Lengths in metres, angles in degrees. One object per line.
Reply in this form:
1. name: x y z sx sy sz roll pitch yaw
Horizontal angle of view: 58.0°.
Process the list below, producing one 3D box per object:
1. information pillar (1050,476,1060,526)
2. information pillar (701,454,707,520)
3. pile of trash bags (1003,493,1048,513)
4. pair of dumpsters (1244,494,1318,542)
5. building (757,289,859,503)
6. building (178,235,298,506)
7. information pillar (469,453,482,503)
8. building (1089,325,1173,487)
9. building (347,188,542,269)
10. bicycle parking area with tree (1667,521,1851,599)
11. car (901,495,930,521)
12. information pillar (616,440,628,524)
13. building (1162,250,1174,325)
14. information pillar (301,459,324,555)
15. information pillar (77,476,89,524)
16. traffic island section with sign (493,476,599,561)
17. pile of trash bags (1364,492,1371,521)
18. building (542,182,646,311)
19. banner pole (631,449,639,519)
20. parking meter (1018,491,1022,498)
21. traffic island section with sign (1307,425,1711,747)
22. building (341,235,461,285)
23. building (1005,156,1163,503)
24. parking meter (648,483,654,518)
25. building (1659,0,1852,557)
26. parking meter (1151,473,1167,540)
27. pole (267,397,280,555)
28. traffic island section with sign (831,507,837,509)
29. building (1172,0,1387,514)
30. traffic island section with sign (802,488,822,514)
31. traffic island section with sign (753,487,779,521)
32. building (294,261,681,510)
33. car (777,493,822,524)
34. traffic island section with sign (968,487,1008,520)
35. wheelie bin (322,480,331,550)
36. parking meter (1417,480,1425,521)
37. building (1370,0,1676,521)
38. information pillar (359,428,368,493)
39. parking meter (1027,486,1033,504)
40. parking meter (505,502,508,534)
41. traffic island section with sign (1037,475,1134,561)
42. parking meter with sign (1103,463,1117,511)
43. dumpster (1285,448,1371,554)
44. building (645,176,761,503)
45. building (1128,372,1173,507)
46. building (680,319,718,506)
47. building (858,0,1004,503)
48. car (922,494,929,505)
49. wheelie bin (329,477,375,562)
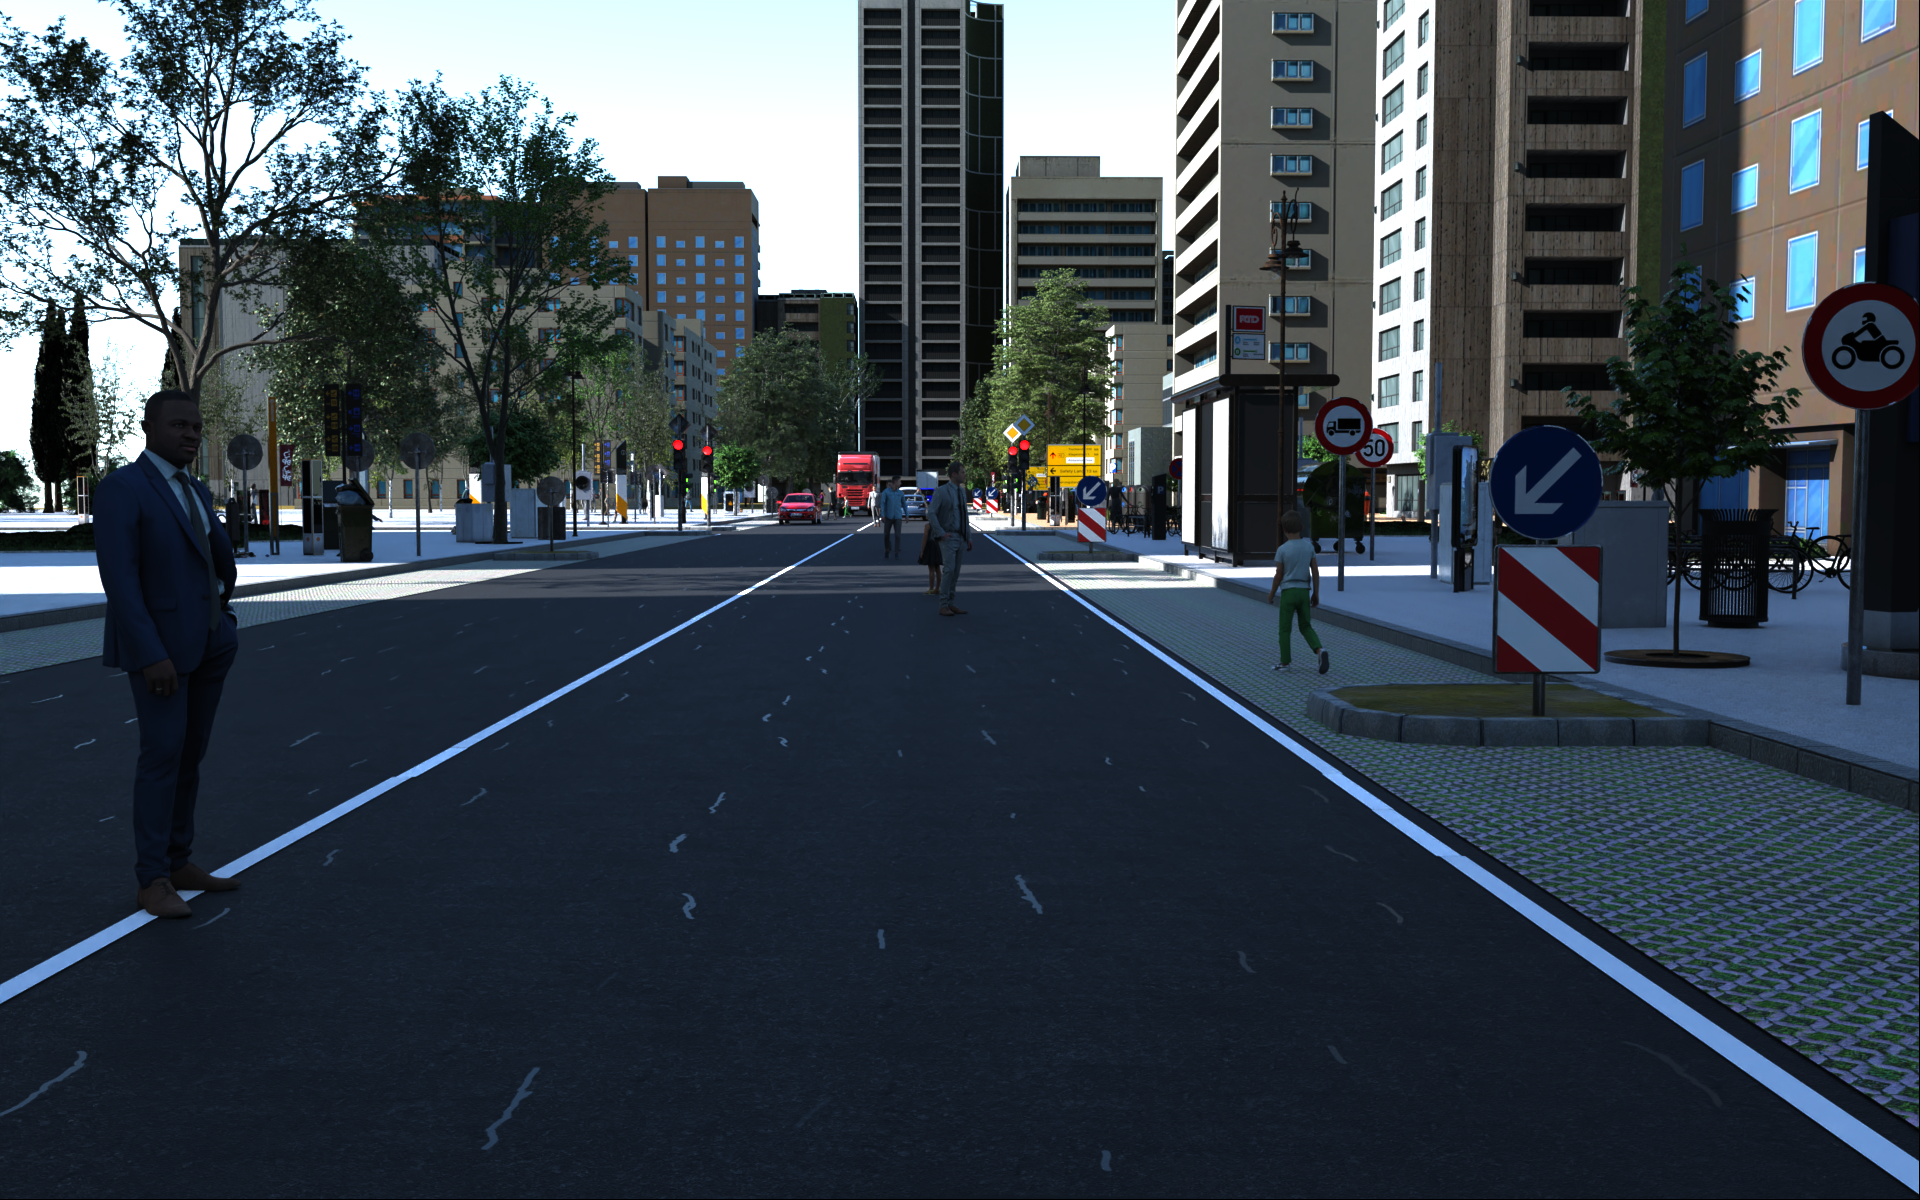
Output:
1. information pillar: 3.794 -3.961 69.262 0.304 2.012 0.304 3 4 38
2. information pillar: -12.740 -5.831 86.697 0.504 3.616 0.183 3 4 38
3. pile of trash bags: 4.717 -6.525 116.433 3.447 1.369 1.912 -2 4 -32
4. pair of dumpsters: 8.783 -2.758 47.583 1.574 2.255 4.437 0 4 -1
5. building: -21.642 -29.119 247.804 14.107 30.474 14.160 0 4 -1
6. building: -78.715 -26.014 197.026 14.107 30.474 14.160 0 4 -1
7. information pillar: -19.694 -4.837 70.436 0.504 3.616 0.183 0 4 5
8. building: 29.253 -21.192 191.529 27.650 21.520 28.899 0 4 -1
9. building: -73.063 -36.419 250.076 28.867 44.769 22.147 0 4 -1
10. bicycle parking area with tree: 12.986 -2.230 23.464 9.016 4.147 8.231 3 5 39
11. car: -2.609 -4.965 93.177 2.014 1.417 4.499 0 4 -2
12. information pillar: -14.520 -5.074 74.320 0.504 3.616 0.183 -3 5 -39
13. building: 39.989 -34.621 257.934 23.993 40.220 32.217 0 4 -1
14. information pillar: -13.598 -1.950 36.378 0.304 2.012 0.304 2 4 27
15. information pillar: -36.375 -4.120 71.846 0.304 2.012 0.304 0 4 5
16. traffic island section with sign: -9.022 -1.798 38.018 1.989 1.847 2.006 0 4 -1
17. pile of trash bags: 15.853 -3.728 70.705 1.912 1.369 3.447 -1 4 -14
18. building: -50.708 -36.495 246.805 14.200 45.320 14.600 0 4 -1
19. banner pole: -16.818 -6.067 89.214 0.401 3.779 0.863 -2 4 -30
20. parking meter: 4.198 -6.830 120.074 0.372 1.533 0.369 0 3 0
21. traffic island section with sign: 3.239 -0.127 10.709 1.989 1.847 2.006 0 4 -1
22. building: -64.608 -26.023 197.176 14.107 30.474 14.160 0 4 -1
23. building: 17.323 -38.355 250.806 21.600 48.544 21.300 0 4 -1
24. parking meter: -16.529 -5.324 92.765 0.255 1.863 0.399 -3 4 -38
25. building: 24.655 -23.581 35.664 14.600 45.320 14.200 0 4 -1
26. parking meter: 5.553 -2.613 48.434 0.399 1.863 0.255 -1 4 -10
27. pole: -14.461 -2.606 36.455 0.158 3.312 0.155 0 3 0
28. traffic island section with sign: -11.599 -9.880 170.162 1.989 1.847 2.006 0 4 -1
29. building: 27.270 -30.500 122.382 21.300 48.544 21.600 0 4 -1
30. traffic island section with sign: -10.628 -6.842 120.492 1.989 1.847 2.006 0 4 -1
31. traffic island section with sign: -10.108 -5.194 93.542 1.989 1.847 2.006 0 4 -1
32. building: -41.757 -19.138 157.951 27.650 21.520 28.899 0 4 -1
33. car: -7.641 -4.517 82.893 2.155 1.783 4.494 0 3 0
34. traffic island section with sign: 1.600 -5.242 94.333 1.989 1.847 2.006 0 4 -1
35. wheelie bin: -14.608 -1.977 40.238 0.980 1.594 0.693 -2 4 -24
36. parking meter: 19.281 -4.080 72.411 0.255 1.863 0.399 0 4 7
37. building: 29.836 -19.398 88.864 14.107 30.474 14.160 0 4 -1
38. information pillar: -19.895 -4.059 57.723 0.183 3.616 0.504 -3 5 -44
39. parking meter: 4.787 -6.895 118.447 0.399 1.863 0.255 0 4 1
40. parking meter: -14.069 -2.906 53.218 0.255 1.863 0.399 0 4 -7
41. traffic island section with sign: 2.694 -1.786 37.833 1.989 1.847 2.006 0 4 -1
42. parking meter with sign: 7.949 -6.151 96.832 1.738 3.016 0.543 -3 4 -37
43. dumpster: 8.034 -2.163 37.851 1.502 2.255 1.985 0 4 -1
44. building: -36.020 -36.483 246.612 14.200 45.320 14.600 0 4 -1
45. building: 28.617 -51.781 159.298 22.319 86.520 31.000 0 4 -1
46. building: -42.992 -21.214 191.885 28.899 21.520 27.650 0 4 -1
47. building: -4.017 -49.651 250.041 20.611 71.187 20.563 0 4 -1
48. car: -3.649 -8.433 148.100 2.015 1.641 3.980 0 4 1
49. wheelie bin: -11.474 -1.523 32.817 0.693 1.594 0.980 -2 4 -25
